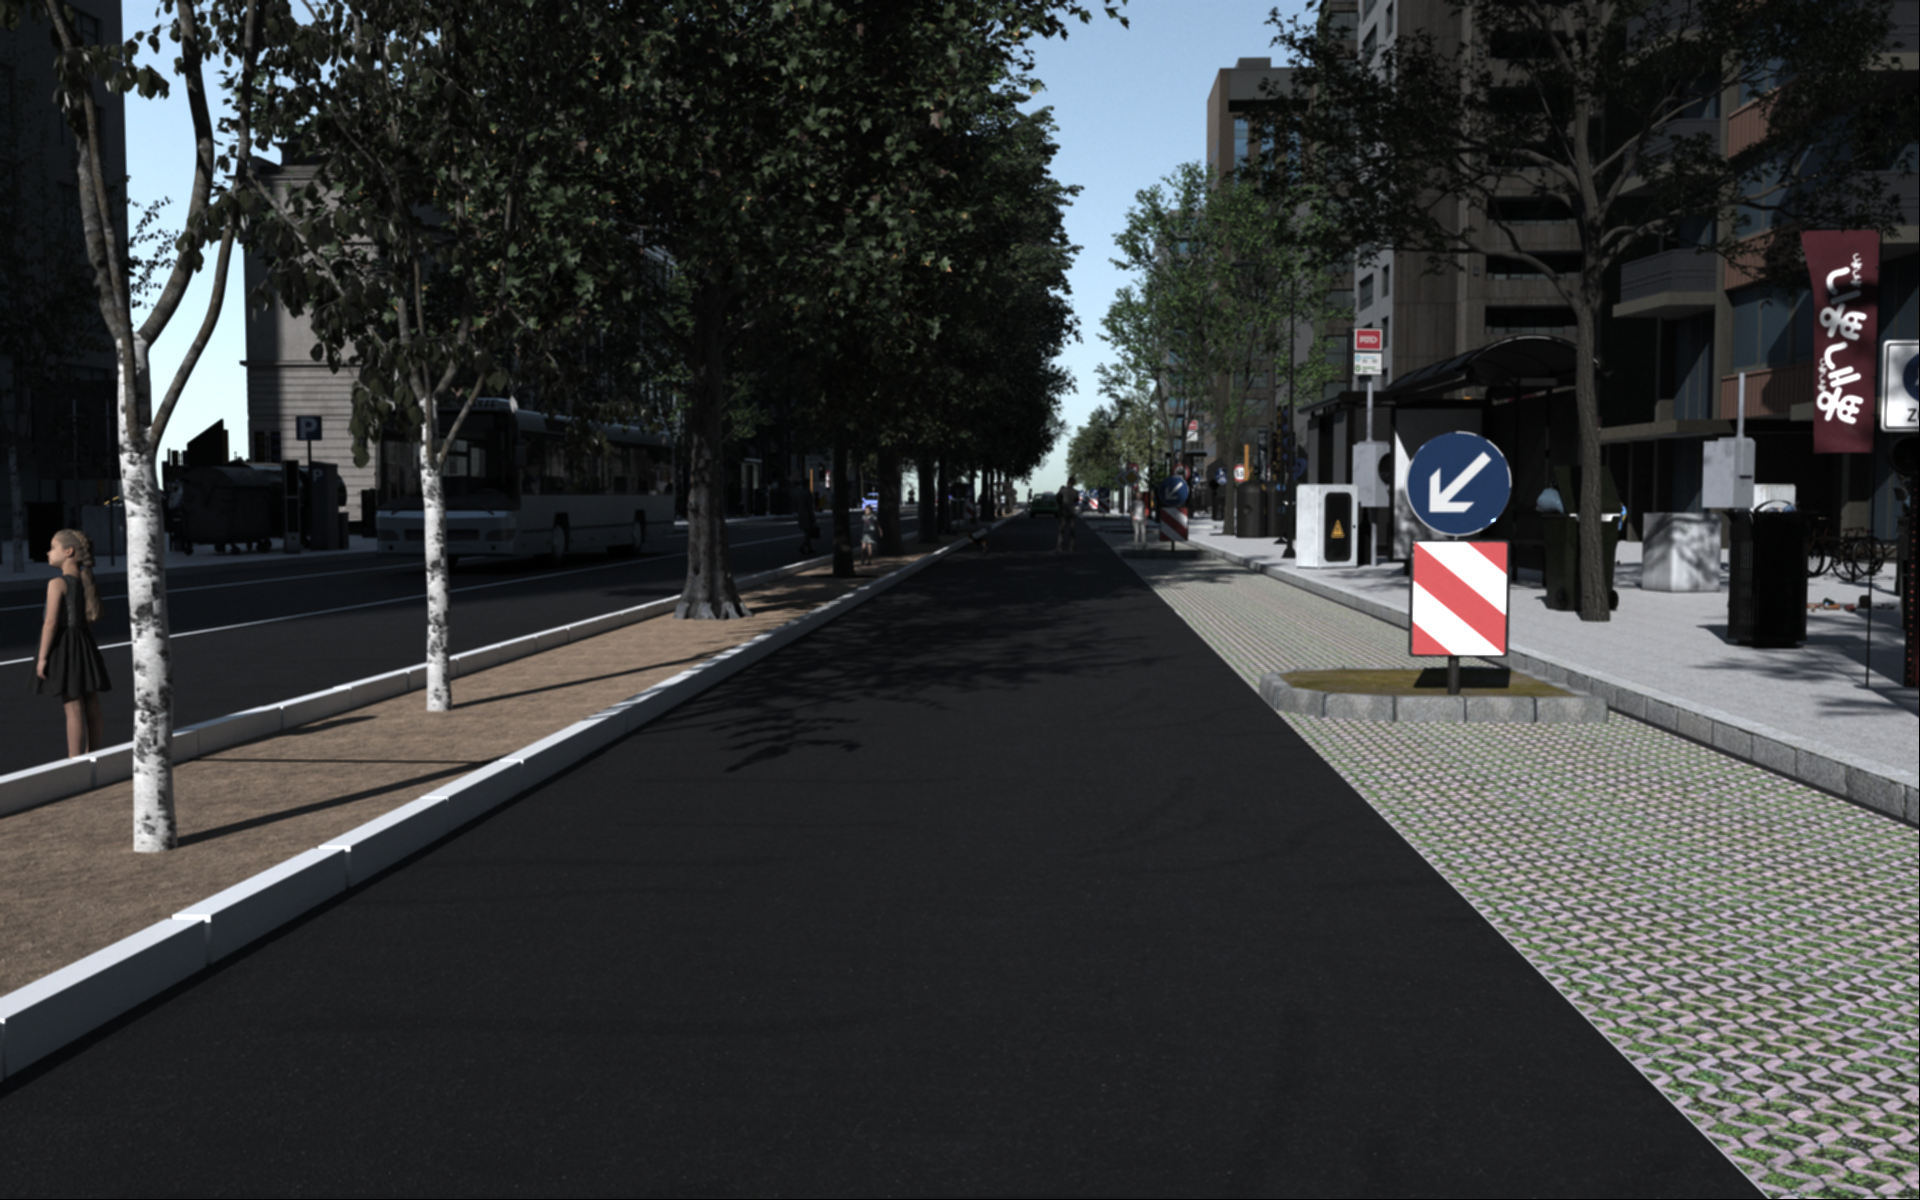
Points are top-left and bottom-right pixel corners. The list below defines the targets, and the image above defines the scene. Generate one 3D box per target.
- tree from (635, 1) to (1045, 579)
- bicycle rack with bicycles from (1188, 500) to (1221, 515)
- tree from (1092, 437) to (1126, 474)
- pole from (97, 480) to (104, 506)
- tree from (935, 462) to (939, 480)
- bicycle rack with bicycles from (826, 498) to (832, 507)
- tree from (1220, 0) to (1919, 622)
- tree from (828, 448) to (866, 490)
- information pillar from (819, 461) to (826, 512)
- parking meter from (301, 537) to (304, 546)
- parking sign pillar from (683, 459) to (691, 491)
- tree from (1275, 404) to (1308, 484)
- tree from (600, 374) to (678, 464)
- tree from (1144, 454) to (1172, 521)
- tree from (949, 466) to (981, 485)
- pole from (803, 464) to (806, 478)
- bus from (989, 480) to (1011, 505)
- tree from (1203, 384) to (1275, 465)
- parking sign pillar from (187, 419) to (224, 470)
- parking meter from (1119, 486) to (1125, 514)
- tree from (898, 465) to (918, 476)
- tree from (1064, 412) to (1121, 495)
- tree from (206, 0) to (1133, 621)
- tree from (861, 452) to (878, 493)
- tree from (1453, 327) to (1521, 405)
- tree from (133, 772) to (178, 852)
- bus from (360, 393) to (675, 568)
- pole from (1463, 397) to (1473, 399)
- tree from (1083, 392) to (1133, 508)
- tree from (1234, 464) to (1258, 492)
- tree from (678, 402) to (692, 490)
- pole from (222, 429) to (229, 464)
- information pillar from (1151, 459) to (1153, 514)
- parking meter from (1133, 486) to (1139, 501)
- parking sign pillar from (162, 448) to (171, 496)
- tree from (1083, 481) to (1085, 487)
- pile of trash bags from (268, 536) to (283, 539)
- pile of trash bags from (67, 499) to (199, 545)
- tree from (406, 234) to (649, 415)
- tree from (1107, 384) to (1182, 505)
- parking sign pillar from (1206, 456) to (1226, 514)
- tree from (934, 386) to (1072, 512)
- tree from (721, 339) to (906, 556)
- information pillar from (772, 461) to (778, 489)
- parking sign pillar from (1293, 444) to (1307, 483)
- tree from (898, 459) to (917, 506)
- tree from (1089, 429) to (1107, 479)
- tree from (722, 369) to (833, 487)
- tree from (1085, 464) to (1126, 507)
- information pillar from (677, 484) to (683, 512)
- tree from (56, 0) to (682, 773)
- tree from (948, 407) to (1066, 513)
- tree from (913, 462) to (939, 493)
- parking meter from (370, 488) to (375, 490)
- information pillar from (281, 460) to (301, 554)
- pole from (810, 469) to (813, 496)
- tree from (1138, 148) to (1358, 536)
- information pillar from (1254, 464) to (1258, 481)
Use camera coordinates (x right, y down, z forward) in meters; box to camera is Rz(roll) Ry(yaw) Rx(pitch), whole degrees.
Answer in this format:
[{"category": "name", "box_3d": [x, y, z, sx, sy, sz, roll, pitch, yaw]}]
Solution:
[{"category": "tree", "box_3d": [-2.094, -6.188, 29.391, 9.928, 11.665, 9.643, 0, 3, 0]}, {"category": "bicycle rack with bicycles", "box_3d": [15.311, -5.656, 105.863, 2.925, 0.926, 2.852, 2, 4, 29]}, {"category": "tree", "box_3d": [17.589, -15.663, 206.453, 4.360, 8.622, 3.978, 0, 3, 0]}, {"category": "pole", "box_3d": [-32.019, -4.323, 64.521, 0.158, 3.312, 0.155, 0, 3, 0]}, {"category": "tree", "box_3d": [-3.907, -17.454, 235.732, 4.360, 8.622, 3.978, 0, 3, 0]}, {"category": "bicycle rack with bicycles", "box_3d": [-10.631, -7.984, 143.919, 2.925, 0.926, 2.852, -1, 4, -23]}, {"category": "tree", "box_3d": [6.101, -5.070, 17.303, 7.601, 10.594, 8.767, 1, 4, 13]}, {"category": "tree", "box_3d": [-9.342, -11.677, 141.284, 4.360, 8.622, 3.978, 0, 3, 0]}, {"category": "information pillar", "box_3d": [-9.627, -7.929, 120.996, 0.504, 3.616, 0.183, 0, 4, 5]}, {"category": "parking meter", "box_3d": [-16.531, -2.127, 43.180, 0.372, 1.533, 0.369, 0, 3, 0]}, {"category": "parking sign pillar", "box_3d": [-19.646, -8.451, 126.641, 1.447, 3.967, 1.447, 3, 4, 38]}, {"category": "tree", "box_3d": [26.721, -11.739, 142.288, 4.360, 8.622, 3.978, 0, 3, 0]}, {"category": "tree", "box_3d": [-18.482, -8.953, 96.744, 4.737, 8.622, 4.395, 0, 3, 0]}, {"category": "tree", "box_3d": [9.660, -5.480, 84.197, 1.663, 3.219, 1.824, 0, 3, 0]}, {"category": "tree", "box_3d": [0.073, -23.464, 301.762, 7.486, 12.596, 7.792, 0, 3, 0]}, {"category": "pole", "box_3d": [-10.577, -7.584, 117.833, 0.158, 3.312, 0.155, 0, 3, 0]}, {"category": "bus", "box_3d": [5.149, -13.553, 216.451, 2.948, 3.499, 13.247, 0, 4, 2]}, {"category": "tree", "box_3d": [18.436, -10.173, 116.685, 4.360, 8.622, 3.978, 0, 3, 0]}, {"category": "parking sign pillar", "box_3d": [-26.993, -4.508, 62.171, 1.447, 3.967, 1.447, 0, 4, 2]}, {"category": "parking meter", "box_3d": [10.653, -6.624, 114.010, 0.255, 1.863, 0.399, 2, 4, 32]}, {"category": "tree", "box_3d": [-4.855, -18.919, 219.695, 12.009, 13.543, 11.850, 0, 3, 0]}, {"category": "tree", "box_3d": [19.062, -19.589, 238.411, 7.486, 12.596, 7.792, 0, 3, 0]}, {"category": "tree", "box_3d": [-2.904, -6.121, 19.537, 9.611, 12.733, 9.660, 0, 3, 0]}, {"category": "tree", "box_3d": [-8.166, -13.071, 164.071, 4.737, 8.622, 4.395, 0, 3, 0]}, {"category": "tree", "box_3d": [23.914, -7.753, 77.131, 4.360, 8.622, 3.978, 0, 3, 0]}, {"category": "tree", "box_3d": [-3.227, -3.280, 6.455, 4.360, 8.622, 3.978, 0, 3, 0]}, {"category": "bus", "box_3d": [-8.786, -2.538, 36.350, 2.948, 3.499, 13.247, 0, 4, 4]}, {"category": "pole", "box_3d": [10.688, -2.610, 36.518, 0.158, 3.312, 0.155, 0, 3, 0]}, {"category": "tree", "box_3d": [14.714, -13.572, 156.312, 7.601, 10.594, 8.767, -1, 4, -21]}, {"category": "tree", "box_3d": [16.110, -6.366, 98.677, 1.663, 3.219, 1.824, 0, 3, 0]}, {"category": "tree", "box_3d": [-19.009, -10.058, 114.818, 4.737, 8.622, 4.395, 0, 3, 0]}, {"category": "pole", "box_3d": [-23.192, -3.726, 54.763, 0.158, 3.312, 0.155, 0, 3, 0]}, {"category": "information pillar", "box_3d": [12.640, -7.513, 114.193, 0.183, 3.616, 0.504, -1, 4, -9]}, {"category": "parking meter", "box_3d": [12.239, -7.027, 120.610, 0.399, 1.863, 0.255, -2, 4, -32]}, {"category": "parking sign pillar", "box_3d": [-46.449, -6.911, 101.462, 1.447, 3.967, 1.447, -2, 4, -24]}, {"category": "tree", "box_3d": [20.408, -16.941, 260.697, 4.285, 4.588, 4.351, 0, 3, 0]}, {"category": "pile of trash bags", "box_3d": [-20.386, -2.497, 50.572, 1.912, 1.369, 3.447, -2, 4, -33]}, {"category": "pile of trash bags", "box_3d": [-20.441, -2.031, 42.959, 3.447, 1.369, 1.912, 0, 4, -8]}, {"category": "tree", "box_3d": [-13.974, -7.413, 55.618, 8.767, 10.594, 7.601, 0, 4, -1]}, {"category": "tree", "box_3d": [11.850, -9.727, 109.399, 4.737, 8.622, 4.395, 0, 3, 0]}, {"category": "parking sign pillar", "box_3d": [16.852, -7.647, 113.504, 1.447, 3.967, 1.447, 1, 4, 22]}, {"category": "tree", "box_3d": [3.944, -13.970, 141.239, 12.009, 13.543, 11.850, 0, 3, 0]}, {"category": "tree", "box_3d": [-1.614, -7.984, 39.657, 9.857, 13.997, 8.962, 0, 3, 0]}, {"category": "information pillar", "box_3d": [-13.095, -8.040, 122.815, 0.504, 3.616, 0.183, 0, 4, 2]}, {"category": "parking sign pillar", "box_3d": [18.495, -6.424, 93.504, 1.447, 3.967, 1.447, -1, 4, -21]}, {"category": "tree", "box_3d": [-6.136, -14.491, 187.284, 4.360, 8.622, 3.978, 0, 3, 0]}, {"category": "tree", "box_3d": [13.515, -11.279, 134.766, 4.737, 8.622, 4.395, 0, 3, 0]}, {"category": "tree", "box_3d": [-11.329, -10.799, 110.975, 7.601, 10.594, 8.767, 2, 4, 34]}, {"category": "tree", "box_3d": [15.861, -11.906, 178.383, 4.285, 4.588, 4.351, 0, 3, 0]}, {"category": "information pillar", "box_3d": [-19.579, -7.130, 121.063, 0.304, 2.012, 0.304, -2, 4, -35]}, {"category": "tree", "box_3d": [-3.430, -3.554, 10.925, 4.360, 8.622, 3.978, 0, 3, 0]}, {"category": "tree", "box_3d": [3.793, -11.882, 131.137, 8.767, 10.594, 7.601, 0, 4, 3]}, {"category": "tree", "box_3d": [-3.196, -19.112, 246.891, 8.767, 10.594, 7.601, -3, 5, -41]}, {"category": "parking meter", "box_3d": [-24.775, -3.968, 73.293, 0.372, 1.533, 0.369, 0, 3, 0]}, {"category": "information pillar", "box_3d": [-14.360, -2.000, 37.185, 0.304, 2.012, 0.304, -2, 4, -32]}, {"category": "pole", "box_3d": [-12.077, -9.002, 141.025, 0.158, 3.312, 0.155, 0, 3, 0]}, {"category": "tree", "box_3d": [8.304, -7.809, 53.441, 9.928, 11.665, 9.643, 0, 3, 0]}, {"category": "information pillar", "box_3d": [23.029, -8.748, 134.389, 0.504, 3.616, 0.183, -1, 4, -12]}]
